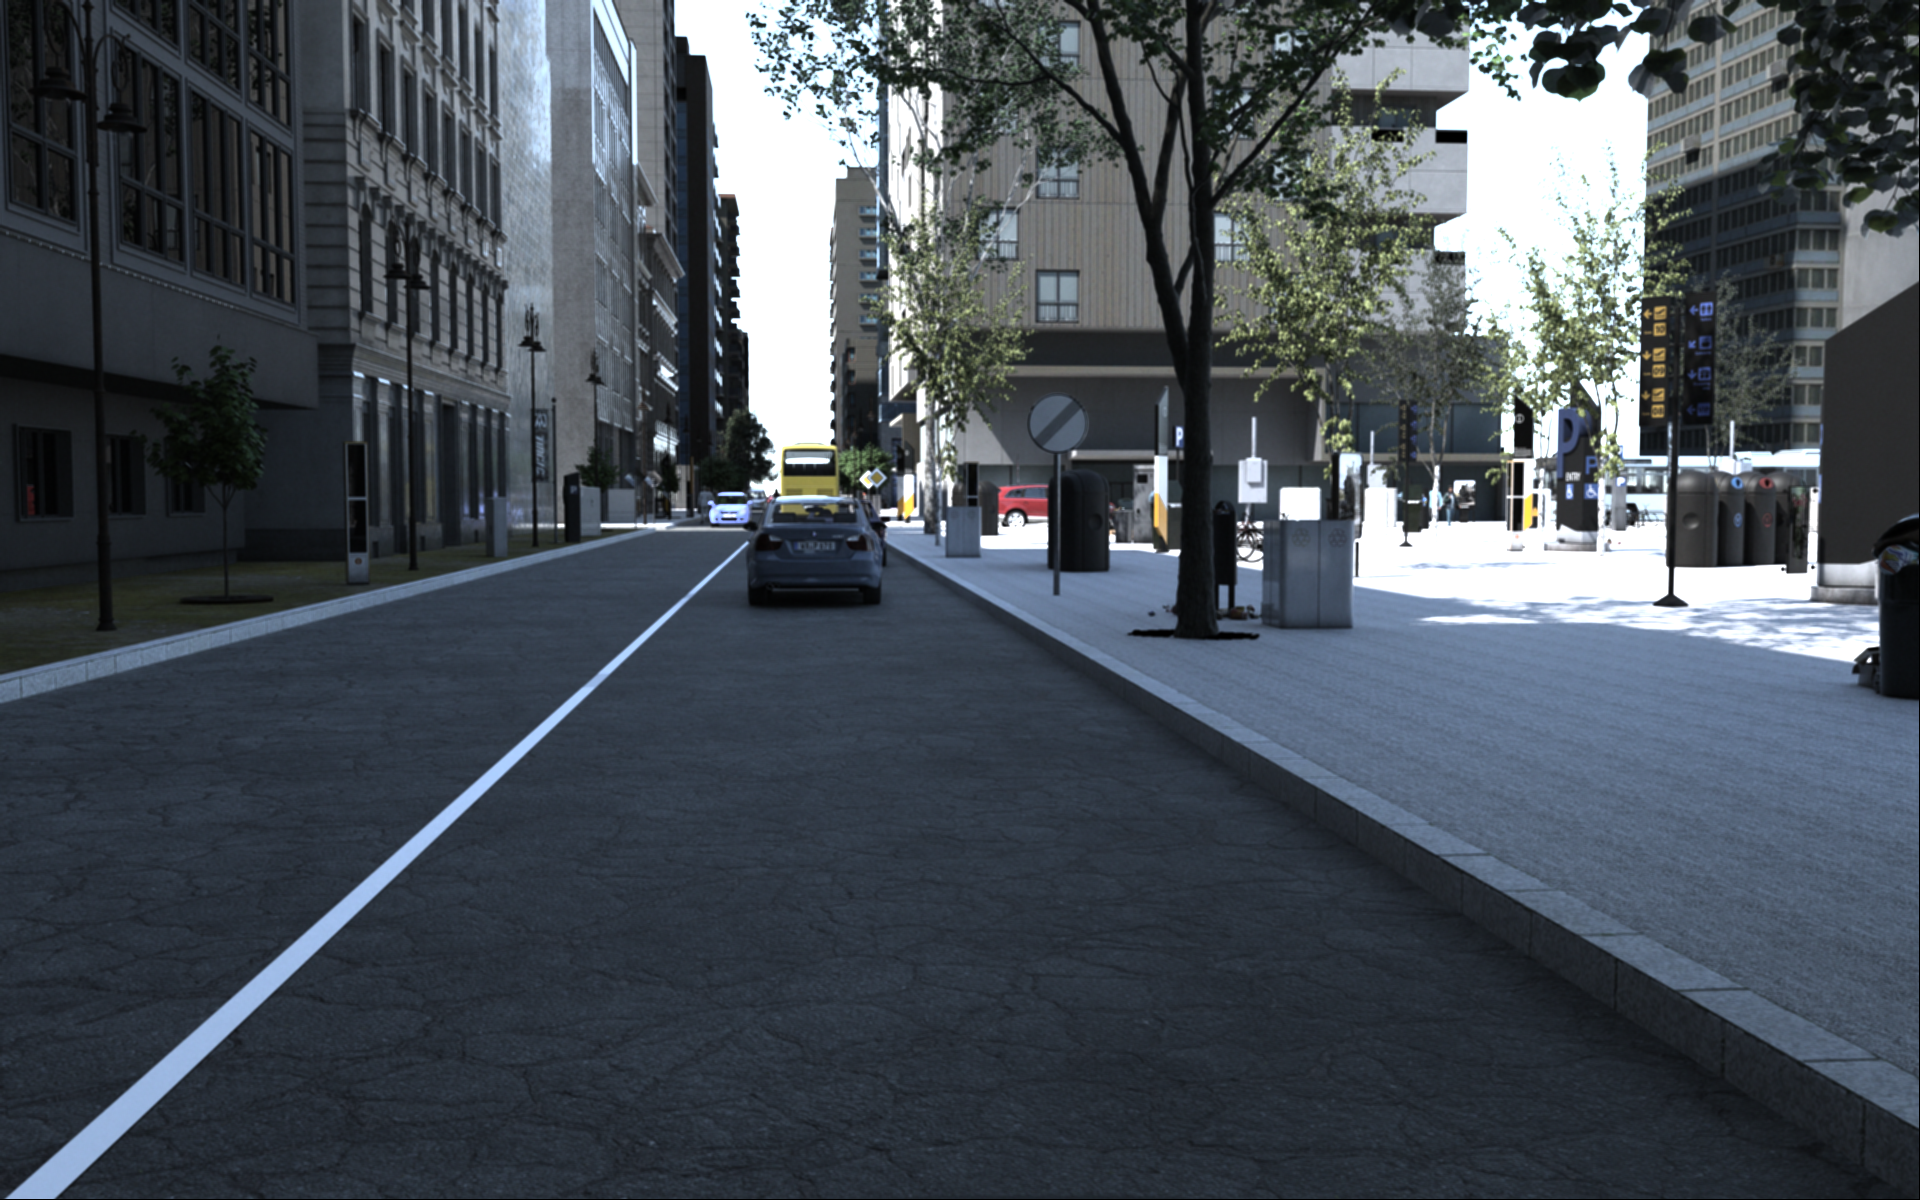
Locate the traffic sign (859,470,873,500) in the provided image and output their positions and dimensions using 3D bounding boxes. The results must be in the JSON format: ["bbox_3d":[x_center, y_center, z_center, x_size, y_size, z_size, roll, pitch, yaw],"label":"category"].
[{"bbox_3d":[-3.836,-4.218,72.610,0.795,2.450,0.064,0,4,-5],"label":"traffic sign"}]

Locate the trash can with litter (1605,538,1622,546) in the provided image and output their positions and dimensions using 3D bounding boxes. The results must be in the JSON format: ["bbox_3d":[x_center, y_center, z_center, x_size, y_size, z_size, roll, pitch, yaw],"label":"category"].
[{"bbox_3d":[16.325,-2.019,44.074,1.678,1.210,2.233,3,5,44],"label":"trash can with litter"}]

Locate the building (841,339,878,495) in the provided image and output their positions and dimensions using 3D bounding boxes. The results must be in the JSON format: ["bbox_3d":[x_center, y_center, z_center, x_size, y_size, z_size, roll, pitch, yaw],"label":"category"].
[{"bbox_3d":[-0.129,-22.209,208.152,27.650,21.520,28.899,0,4,-5],"label":"building"}]

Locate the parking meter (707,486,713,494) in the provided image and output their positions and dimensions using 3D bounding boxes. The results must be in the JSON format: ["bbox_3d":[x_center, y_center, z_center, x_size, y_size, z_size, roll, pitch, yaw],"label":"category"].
[{"bbox_3d":[-17.261,-6.976,119.773,0.399,1.863,0.255,0,4,-1],"label":"parking meter"}]

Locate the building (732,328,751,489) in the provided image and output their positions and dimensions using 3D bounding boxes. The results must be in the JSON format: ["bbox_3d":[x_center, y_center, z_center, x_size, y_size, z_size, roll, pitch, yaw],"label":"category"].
[{"bbox_3d":[-43.170,-32.061,295.905,14.160,30.474,14.107,0,4,-5],"label":"building"}]

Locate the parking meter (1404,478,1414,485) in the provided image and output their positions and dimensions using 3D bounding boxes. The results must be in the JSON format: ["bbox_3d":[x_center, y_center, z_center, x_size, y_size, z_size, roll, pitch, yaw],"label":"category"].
[{"bbox_3d":[16.454,-3.535,63.501,0.255,1.863,0.399,3,4,37],"label":"parking meter"}]

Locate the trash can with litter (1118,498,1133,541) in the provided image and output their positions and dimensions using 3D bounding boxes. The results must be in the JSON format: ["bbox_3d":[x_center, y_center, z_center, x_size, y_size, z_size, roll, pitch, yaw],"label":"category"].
[{"bbox_3d":[4.767,-2.235,47.934,0.624,1.170,1.055,-1,4,-16],"label":"trash can with litter"}]

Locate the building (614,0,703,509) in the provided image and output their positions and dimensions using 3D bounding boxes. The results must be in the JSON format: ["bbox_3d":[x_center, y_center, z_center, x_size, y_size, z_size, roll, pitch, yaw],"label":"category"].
[{"bbox_3d":[-33.725,-43.808,154.510,20.563,71.187,20.611,0,4,-5],"label":"building"}]

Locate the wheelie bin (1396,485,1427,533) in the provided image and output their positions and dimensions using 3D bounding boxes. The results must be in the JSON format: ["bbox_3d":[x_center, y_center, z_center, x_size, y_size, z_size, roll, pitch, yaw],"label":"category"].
[{"bbox_3d":[14.966,-3.028,57.419,0.980,1.594,0.693,1,4,15],"label":"wheelie bin"}]

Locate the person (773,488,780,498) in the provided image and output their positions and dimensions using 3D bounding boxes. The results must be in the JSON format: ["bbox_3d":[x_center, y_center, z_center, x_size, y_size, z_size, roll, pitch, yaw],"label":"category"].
[{"bbox_3d":[-11.843,-6.313,111.720,0.555,1.821,0.388,-2,4,-35],"label":"person"}]

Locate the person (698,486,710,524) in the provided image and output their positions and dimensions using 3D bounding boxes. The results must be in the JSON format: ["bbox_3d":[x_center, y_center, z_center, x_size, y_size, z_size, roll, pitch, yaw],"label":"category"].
[{"bbox_3d":[-12.241,-4.576,83.194,0.514,1.842,0.818,-3,5,-43],"label":"person"}]

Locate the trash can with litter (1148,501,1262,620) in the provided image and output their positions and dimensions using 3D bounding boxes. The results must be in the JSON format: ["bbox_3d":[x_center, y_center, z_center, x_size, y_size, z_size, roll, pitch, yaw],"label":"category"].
[{"bbox_3d":[2.787,-0.452,18.455,1.678,1.210,2.233,-1,4,-10],"label":"trash can with litter"}]

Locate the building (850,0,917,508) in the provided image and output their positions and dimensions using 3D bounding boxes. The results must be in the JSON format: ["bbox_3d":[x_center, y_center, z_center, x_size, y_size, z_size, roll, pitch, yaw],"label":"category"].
[{"bbox_3d":[0.323,-52.815,176.190,22.319,86.520,31.000,0,4,-5],"label":"building"}]

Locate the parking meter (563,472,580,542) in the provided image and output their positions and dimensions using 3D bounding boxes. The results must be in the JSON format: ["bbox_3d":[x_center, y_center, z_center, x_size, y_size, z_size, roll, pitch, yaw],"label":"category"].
[{"bbox_3d":[-10.358,-2.476,46.188,0.399,1.863,0.255,-2,4,-34],"label":"parking meter"}]

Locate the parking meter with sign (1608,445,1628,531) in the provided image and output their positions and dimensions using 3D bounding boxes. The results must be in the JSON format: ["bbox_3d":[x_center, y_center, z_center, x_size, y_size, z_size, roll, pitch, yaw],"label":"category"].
[{"bbox_3d":[22.870,-3.908,60.159,0.543,3.016,1.738,1,4,12],"label":"parking meter with sign"}]

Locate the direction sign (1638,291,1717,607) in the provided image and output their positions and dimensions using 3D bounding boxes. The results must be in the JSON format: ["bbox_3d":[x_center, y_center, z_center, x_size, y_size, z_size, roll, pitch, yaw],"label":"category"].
[{"bbox_3d":[8.143,-1.697,19.739,0.379,3.537,0.876,-3,5,-40],"label":"direction sign"}]

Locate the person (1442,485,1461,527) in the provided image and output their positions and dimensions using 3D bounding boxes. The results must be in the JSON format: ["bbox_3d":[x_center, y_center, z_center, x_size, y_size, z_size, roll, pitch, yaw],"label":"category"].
[{"bbox_3d":[19.877,-3.754,70.220,0.623,1.781,0.721,-3,5,-39],"label":"person"}]

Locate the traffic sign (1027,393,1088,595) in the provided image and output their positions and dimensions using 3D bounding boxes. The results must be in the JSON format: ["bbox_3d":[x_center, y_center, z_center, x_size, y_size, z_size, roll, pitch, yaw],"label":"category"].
[{"bbox_3d":[1.227,-1.334,21.912,0.768,2.556,0.104,0,4,-2],"label":"traffic sign"}]

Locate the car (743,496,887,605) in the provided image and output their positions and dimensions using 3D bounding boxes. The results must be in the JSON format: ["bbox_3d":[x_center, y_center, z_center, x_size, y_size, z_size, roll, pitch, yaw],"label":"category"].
[{"bbox_3d":[-1.991,-0.721,23.786,2.014,1.417,4.499,0,4,-5],"label":"car"}]

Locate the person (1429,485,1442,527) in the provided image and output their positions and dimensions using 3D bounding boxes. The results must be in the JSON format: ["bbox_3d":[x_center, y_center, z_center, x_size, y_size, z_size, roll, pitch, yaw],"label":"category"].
[{"bbox_3d":[18.949,-3.710,69.024,0.748,1.841,0.638,-3,5,-40],"label":"person"}]

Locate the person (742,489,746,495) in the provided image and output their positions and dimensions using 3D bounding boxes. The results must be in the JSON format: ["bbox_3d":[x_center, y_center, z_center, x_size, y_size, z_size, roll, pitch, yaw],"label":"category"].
[{"bbox_3d":[-17.110,-7.891,137.698,0.709,1.800,0.728,1,4,15],"label":"person"}]

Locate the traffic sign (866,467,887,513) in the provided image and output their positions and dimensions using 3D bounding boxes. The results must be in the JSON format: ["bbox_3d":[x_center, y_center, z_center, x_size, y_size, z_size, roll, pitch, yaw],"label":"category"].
[{"bbox_3d":[-3.104,-3.732,64.658,0.795,2.450,0.064,0,4,-5],"label":"traffic sign"}]

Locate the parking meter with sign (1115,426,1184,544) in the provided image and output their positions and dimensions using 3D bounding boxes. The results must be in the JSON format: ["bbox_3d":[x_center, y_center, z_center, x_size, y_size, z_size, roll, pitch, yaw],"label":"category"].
[{"bbox_3d":[4.872,-2.974,44.889,1.738,3.016,0.543,2,4,30],"label":"parking meter with sign"}]

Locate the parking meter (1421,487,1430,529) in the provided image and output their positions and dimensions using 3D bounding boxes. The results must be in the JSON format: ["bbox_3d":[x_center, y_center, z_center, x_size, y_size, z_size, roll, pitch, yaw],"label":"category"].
[{"bbox_3d":[16.877,-3.337,62.967,0.372,1.533,0.369,0,3,0],"label":"parking meter"}]

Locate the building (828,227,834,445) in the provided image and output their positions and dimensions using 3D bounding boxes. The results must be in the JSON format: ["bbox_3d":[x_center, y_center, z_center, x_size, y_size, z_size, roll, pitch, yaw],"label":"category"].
[{"bbox_3d":[-9.908,-38.096,277.490,22.147,44.769,28.867,0,4,-5],"label":"building"}]

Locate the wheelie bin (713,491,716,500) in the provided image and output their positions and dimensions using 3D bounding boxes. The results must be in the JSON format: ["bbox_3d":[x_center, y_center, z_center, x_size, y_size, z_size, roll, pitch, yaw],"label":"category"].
[{"bbox_3d":[-18.452,-7.359,128.229,0.693,1.594,0.980,2,4,25],"label":"wheelie bin"}]

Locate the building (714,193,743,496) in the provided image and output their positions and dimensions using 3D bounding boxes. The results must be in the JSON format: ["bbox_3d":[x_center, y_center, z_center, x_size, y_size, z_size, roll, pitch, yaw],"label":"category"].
[{"bbox_3d":[-42.168,-36.069,244.348,22.147,44.769,28.867,0,4,-5],"label":"building"}]

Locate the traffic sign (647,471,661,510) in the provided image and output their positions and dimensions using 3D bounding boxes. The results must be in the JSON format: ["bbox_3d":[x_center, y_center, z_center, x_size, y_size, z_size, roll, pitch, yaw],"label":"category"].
[{"bbox_3d":[-13.494,-4.546,76.464,0.606,2.300,0.079,0,4,-3],"label":"traffic sign"}]

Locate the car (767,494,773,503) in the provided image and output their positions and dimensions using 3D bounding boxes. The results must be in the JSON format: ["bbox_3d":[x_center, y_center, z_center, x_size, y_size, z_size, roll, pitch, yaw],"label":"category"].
[{"bbox_3d":[-25.512,-13.958,237.250,2.155,1.783,4.494,0,4,-7],"label":"car"}]

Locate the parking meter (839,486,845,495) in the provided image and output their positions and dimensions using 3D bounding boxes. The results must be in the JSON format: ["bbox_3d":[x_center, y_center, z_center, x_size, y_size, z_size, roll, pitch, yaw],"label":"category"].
[{"bbox_3d":[-8.549,-7.336,125.647,0.399,1.863,0.255,3,5,43],"label":"parking meter"}]

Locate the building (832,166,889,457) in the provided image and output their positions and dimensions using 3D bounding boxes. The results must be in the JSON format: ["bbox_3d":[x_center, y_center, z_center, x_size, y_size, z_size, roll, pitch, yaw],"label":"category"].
[{"bbox_3d":[-7.620,-38.446,252.292,21.300,48.544,21.600,0,4,-5],"label":"building"}]

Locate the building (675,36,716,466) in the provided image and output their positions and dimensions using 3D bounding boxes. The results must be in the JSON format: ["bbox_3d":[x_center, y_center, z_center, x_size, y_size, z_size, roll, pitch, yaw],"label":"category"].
[{"bbox_3d":[-31.867,-32.019,173.625,14.600,45.320,14.200,0,4,-5],"label":"building"}]

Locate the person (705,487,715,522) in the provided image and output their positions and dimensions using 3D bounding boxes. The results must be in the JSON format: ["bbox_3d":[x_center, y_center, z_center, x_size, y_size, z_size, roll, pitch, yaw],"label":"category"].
[{"bbox_3d":[-12.986,-4.941,89.508,0.478,1.798,0.641,2,4,32],"label":"person"}]

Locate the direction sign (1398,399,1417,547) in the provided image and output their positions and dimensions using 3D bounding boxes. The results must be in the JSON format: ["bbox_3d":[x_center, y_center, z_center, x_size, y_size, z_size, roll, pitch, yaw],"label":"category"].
[{"bbox_3d":[10.793,-3.047,41.814,0.379,3.537,0.876,3,5,42],"label":"direction sign"}]

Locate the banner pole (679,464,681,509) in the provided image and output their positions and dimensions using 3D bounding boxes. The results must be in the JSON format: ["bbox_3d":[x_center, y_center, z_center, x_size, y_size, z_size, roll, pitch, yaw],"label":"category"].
[{"bbox_3d":[-23.602,-9.538,145.957,0.401,3.779,0.863,-1,4,-19],"label":"banner pole"}]

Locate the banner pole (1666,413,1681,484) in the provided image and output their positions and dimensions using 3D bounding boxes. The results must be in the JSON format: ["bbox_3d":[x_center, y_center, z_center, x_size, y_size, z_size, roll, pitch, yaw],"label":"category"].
[{"bbox_3d":[21.847,-3.855,53.051,0.863,3.779,0.401,-3,5,-40],"label":"banner pole"}]

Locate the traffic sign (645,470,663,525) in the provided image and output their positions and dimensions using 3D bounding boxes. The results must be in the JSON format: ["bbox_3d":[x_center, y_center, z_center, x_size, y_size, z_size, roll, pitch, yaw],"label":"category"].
[{"bbox_3d":[-12.695,-4.170,71.817,0.795,2.450,0.064,0,4,-5],"label":"traffic sign"}]

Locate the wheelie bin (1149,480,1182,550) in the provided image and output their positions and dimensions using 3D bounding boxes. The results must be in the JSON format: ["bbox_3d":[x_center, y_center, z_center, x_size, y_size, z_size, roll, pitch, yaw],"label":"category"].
[{"bbox_3d":[4.761,-1.956,39.882,0.980,1.594,0.693,-2,4,-34],"label":"wheelie bin"}]

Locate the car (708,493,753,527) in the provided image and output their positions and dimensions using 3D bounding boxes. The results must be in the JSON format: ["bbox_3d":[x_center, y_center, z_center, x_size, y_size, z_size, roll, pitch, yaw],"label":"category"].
[{"bbox_3d":[-10.012,-4.051,75.832,1.945,1.707,3.694,0,4,-5],"label":"car"}]

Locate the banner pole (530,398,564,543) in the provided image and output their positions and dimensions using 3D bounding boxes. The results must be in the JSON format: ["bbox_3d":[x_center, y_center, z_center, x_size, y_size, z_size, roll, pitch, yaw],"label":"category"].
[{"bbox_3d":[-10.722,-3.357,44.898,0.863,3.779,0.401,-2,4,-31],"label":"banner pole"}]

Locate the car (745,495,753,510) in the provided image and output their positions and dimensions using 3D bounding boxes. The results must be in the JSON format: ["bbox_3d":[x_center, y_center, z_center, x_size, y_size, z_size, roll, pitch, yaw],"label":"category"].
[{"bbox_3d":[-13.991,-5.920,108.801,2.014,1.417,4.499,0,4,-5],"label":"car"}]

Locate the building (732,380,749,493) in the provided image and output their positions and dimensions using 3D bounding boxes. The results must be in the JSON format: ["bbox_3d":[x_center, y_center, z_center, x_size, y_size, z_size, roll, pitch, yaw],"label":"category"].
[{"bbox_3d":[-47.826,-26.248,274.198,27.650,21.520,28.899,0,4,-5],"label":"building"}]

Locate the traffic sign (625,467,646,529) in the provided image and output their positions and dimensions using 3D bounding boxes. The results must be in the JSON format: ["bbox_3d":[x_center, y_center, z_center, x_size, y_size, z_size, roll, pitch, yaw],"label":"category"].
[{"bbox_3d":[-11.962,-3.683,63.866,0.795,2.450,0.064,0,4,-5],"label":"traffic sign"}]

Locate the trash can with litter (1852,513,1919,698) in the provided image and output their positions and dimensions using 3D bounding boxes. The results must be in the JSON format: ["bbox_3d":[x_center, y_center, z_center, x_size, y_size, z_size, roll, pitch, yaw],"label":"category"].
[{"bbox_3d":[6.060,0.013,11.180,0.624,1.170,1.055,0,4,7],"label":"trash can with litter"}]

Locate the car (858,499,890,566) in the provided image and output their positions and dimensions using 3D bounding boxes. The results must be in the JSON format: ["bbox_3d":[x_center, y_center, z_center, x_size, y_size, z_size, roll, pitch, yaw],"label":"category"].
[{"bbox_3d":[-2.402,-1.417,35.747,1.945,1.354,3.894,0,4,-4],"label":"car"}]

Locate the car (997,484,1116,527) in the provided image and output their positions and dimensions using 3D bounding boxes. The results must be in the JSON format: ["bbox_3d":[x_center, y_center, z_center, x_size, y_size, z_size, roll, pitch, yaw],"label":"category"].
[{"bbox_3d":[3.595,-3.679,68.816,5.304,1.827,2.281,0,4,-5],"label":"car"}]

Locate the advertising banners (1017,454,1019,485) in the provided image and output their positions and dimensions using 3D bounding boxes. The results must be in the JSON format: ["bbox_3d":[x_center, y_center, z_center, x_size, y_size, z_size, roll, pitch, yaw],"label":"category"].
[{"bbox_3d":[2.458,-4.784,74.409,0.090,3.025,2.074,0,4,4],"label":"advertising banners"}]
